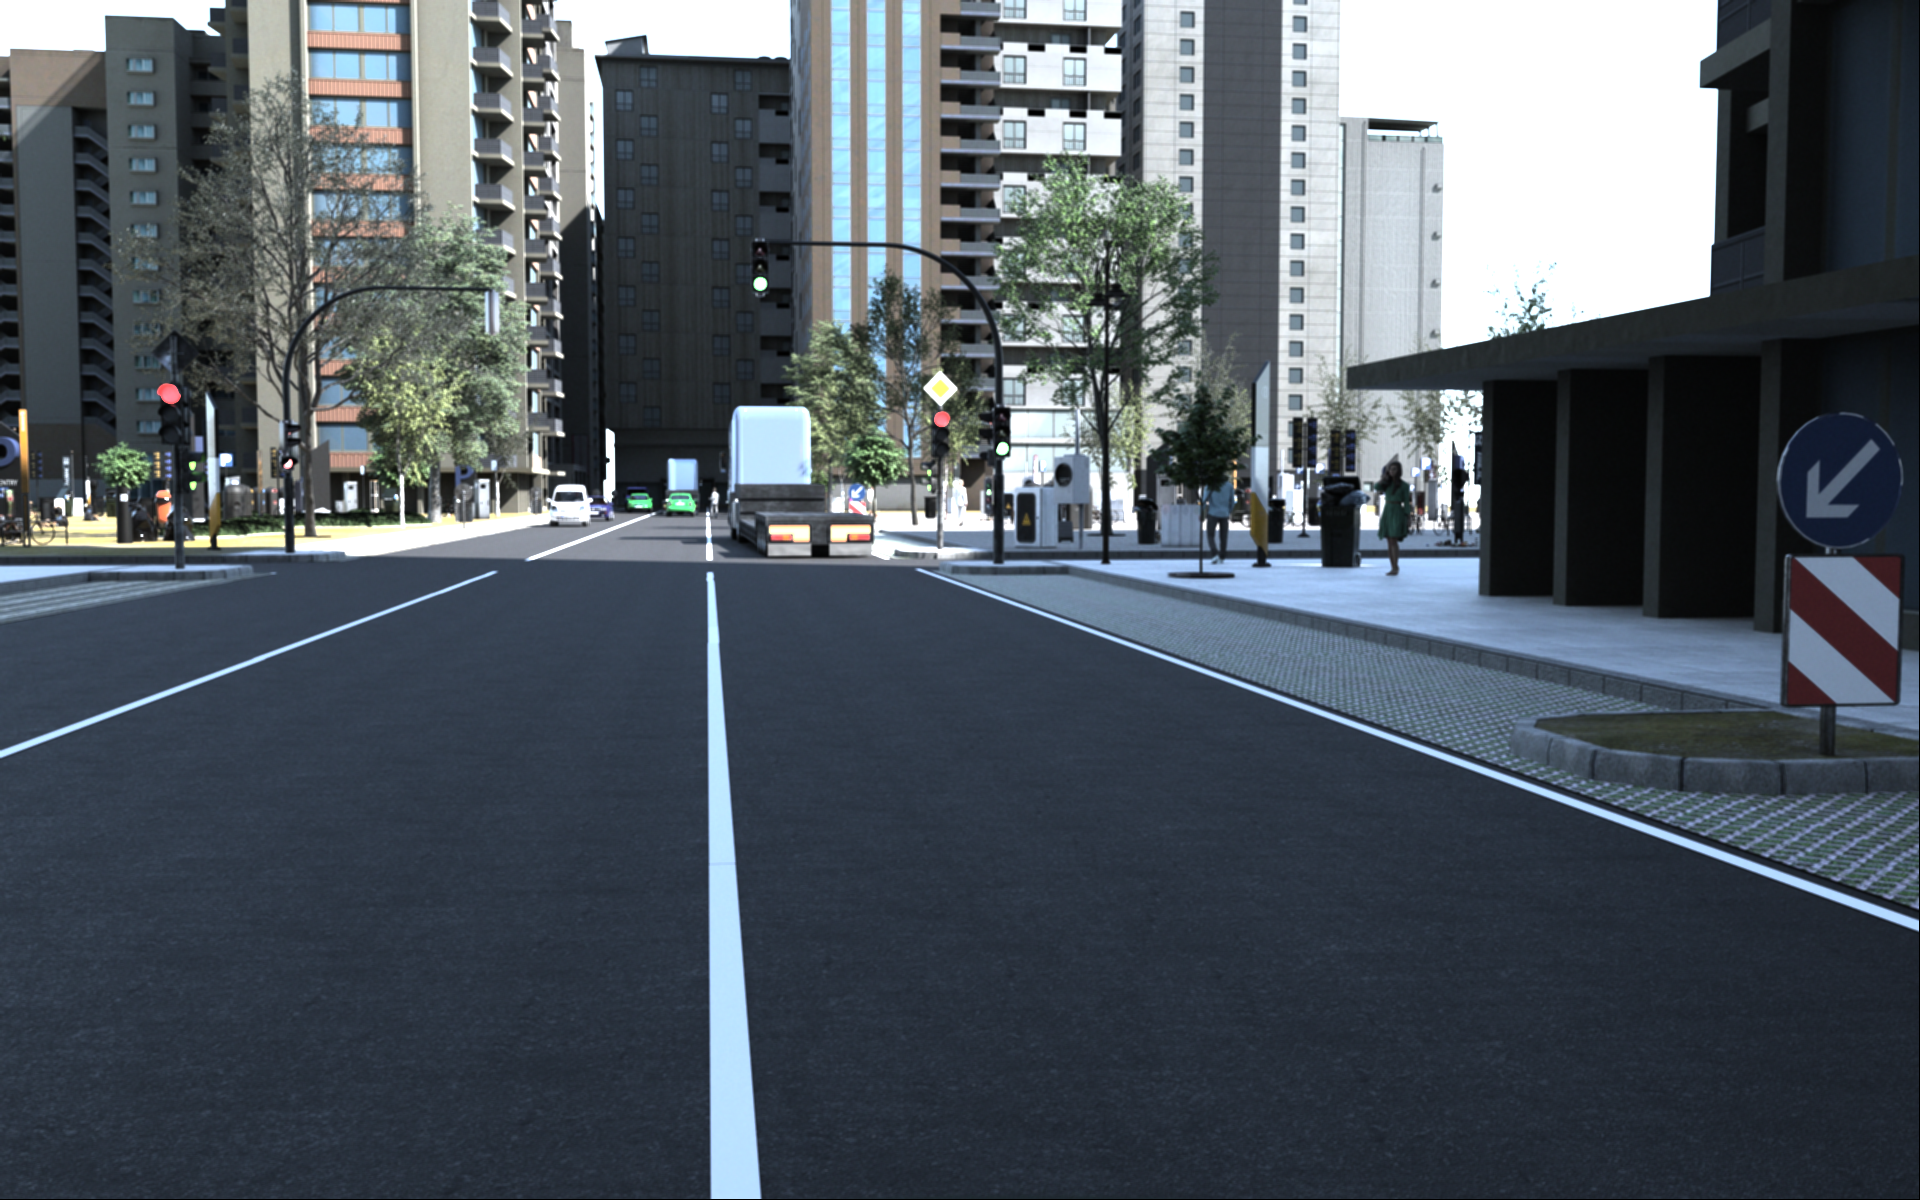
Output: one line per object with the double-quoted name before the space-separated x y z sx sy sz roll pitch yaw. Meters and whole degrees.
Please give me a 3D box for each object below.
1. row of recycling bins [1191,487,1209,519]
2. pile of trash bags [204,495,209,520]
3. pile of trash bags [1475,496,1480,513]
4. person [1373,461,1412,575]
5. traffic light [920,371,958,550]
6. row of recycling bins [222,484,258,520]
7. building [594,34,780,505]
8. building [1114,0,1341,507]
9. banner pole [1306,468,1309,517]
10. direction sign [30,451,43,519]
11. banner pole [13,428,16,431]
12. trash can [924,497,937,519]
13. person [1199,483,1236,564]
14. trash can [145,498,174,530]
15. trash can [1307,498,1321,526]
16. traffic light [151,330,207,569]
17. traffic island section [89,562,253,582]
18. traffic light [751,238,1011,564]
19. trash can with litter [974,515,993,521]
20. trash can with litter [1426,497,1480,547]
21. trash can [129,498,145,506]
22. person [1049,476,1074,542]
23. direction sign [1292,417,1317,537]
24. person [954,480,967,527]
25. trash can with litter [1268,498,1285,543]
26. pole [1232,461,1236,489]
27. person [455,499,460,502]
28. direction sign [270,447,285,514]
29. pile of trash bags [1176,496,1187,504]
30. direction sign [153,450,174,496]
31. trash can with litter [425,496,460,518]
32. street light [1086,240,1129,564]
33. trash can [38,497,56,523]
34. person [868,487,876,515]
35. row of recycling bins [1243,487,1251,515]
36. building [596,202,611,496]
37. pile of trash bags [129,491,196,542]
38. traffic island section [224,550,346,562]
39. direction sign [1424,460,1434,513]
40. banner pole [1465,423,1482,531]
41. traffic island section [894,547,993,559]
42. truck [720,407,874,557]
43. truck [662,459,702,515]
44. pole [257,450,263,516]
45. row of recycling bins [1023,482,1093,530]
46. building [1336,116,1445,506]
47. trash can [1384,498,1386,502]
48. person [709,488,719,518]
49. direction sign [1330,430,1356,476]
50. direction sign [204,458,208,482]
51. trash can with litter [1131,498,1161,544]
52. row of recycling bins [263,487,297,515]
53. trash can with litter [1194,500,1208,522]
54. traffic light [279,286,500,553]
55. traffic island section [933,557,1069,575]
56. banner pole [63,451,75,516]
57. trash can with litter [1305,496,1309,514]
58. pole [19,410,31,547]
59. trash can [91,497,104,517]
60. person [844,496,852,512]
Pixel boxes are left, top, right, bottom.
"row of recycling bins" 13.206 -5.137 91.100 1.069 1.692 3.534 -1 4 -20
"pile of trash bags" -35.842 -4.435 82.269 3.447 1.369 1.912 -1 4 -21
"pile of trash bags" 35.375 -6.610 117.821 3.447 1.369 1.912 2 4 31
"person" 6.843 -1.282 27.256 0.600 1.795 0.529 2 4 28
"traffic light" -0.473 -3.106 39.707 0.839 4.253 0.868 -1 4 -8
"row of recycling bins" -29.618 -3.911 71.058 1.069 1.692 3.534 -1 4 -18
"building" -28.967 -37.909 209.042 27.495 52.752 28.713 -1 4 -8
"building" 26.955 -45.631 184.323 20.611 71.187 20.563 -1 4 -8
"banner pole" 19.158 -6.446 95.403 0.401 3.779 0.863 1 4 21
"direction sign" -48.229 -6.026 90.517 0.876 3.537 0.379 2 4 25
"banner pole" -36.002 -4.622 65.583 0.863 3.779 0.401 -1 4 -16
"trash can" -1.536 -4.833 90.667 0.748 1.137 0.748 0 3 0
"person" 4.771 -1.588 32.020 0.660 1.820 0.620 -1 4 -12
"trash can" -28.360 -3.063 61.737 0.748 1.137 0.748 0 3 0
"trash can" 14.448 -3.590 70.356 0.748 1.137 0.748 0 3 0
"traffic light" -13.428 -2.496 29.736 0.839 4.253 0.868 -1 4 -8
"traffic island section" -13.469 -0.464 29.865 2.009 0.180 2.903 -1 4 -8
"traffic light" -1.375 -3.468 31.364 4.771 5.953 1.251 -1 4 -8
"trash can with litter" 1.178 -4.374 82.577 1.678 1.210 2.233 1 4 20
"trash can with litter" 12.333 -1.941 42.785 1.678 1.210 2.233 0 4 1
"trash can" -30.331 -3.234 64.525 0.748 1.137 0.748 0 3 0
"person" 2.616 -2.463 46.536 0.699 1.804 1.509 0 4 -4
"direction sign" 10.231 -3.636 51.452 0.876 3.537 0.379 -2 4 -27
"person" 0.011 -3.784 67.781 0.514 1.842 0.818 0 4 2
"trash can with litter" 8.179 -2.097 45.668 0.624 1.170 1.055 0 4 -5
"pole" 13.082 -5.436 82.725 0.158 3.312 0.155 0 3 0
"person" -22.864 -4.171 78.915 0.352 1.250 0.332 0 4 6
"direction sign" -33.117 -5.635 84.122 0.379 3.537 0.876 1 4 22
"pile of trash bags" 12.879 -5.470 99.189 3.447 1.369 1.912 1 4 14
"direction sign" -41.209 -5.967 89.550 0.876 3.537 0.379 -3 4 -39
"trash can with litter" -28.463 -5.062 93.817 1.678 1.210 2.233 0 4 3
"street light" 2.685 -3.605 31.730 0.468 5.910 1.993 -1 4 -8
"trash can" -40.963 -4.042 77.746 0.748 1.137 0.748 0 3 0
"person" -4.834 -5.392 94.422 0.478 1.798 0.641 -1 4 -21
"row of recycling bins" 17.196 -6.067 106.306 3.534 1.692 1.069 0 4 -3
"building" -54.998 -31.597 208.492 23.993 40.220 32.217 -1 4 -8
"pile of trash bags" -22.156 -2.336 47.940 1.912 1.369 3.447 -1 4 -22
"traffic island section" -14.623 -0.947 37.767 2.009 0.180 2.903 -1 4 -8
"direction sign" 31.573 -7.625 116.669 0.379 3.537 0.876 -2 4 -29
"banner pole" 18.147 -4.340 60.974 0.863 3.779 0.401 0 4 7
"traffic island section" -0.431 -1.073 39.827 2.009 0.180 2.903 -1 4 -8
"truck" -4.777 -3.546 47.734 2.967 4.110 18.799 -1 4 -10
"truck" -20.426 -8.404 127.159 2.967 4.110 18.799 -1 4 -8
"pole" -32.741 -5.332 81.018 0.158 3.312 0.155 0 3 0
"row of recycling bins" 3.554 -3.380 62.368 1.069 1.692 3.534 3 5 43
"building" 43.790 -31.031 190.946 14.086 41.232 14.154 -1 4 -8
"trash can" 16.329 -3.279 65.267 0.748 1.137 0.748 0 3 0
"person" -14.532 -5.714 102.116 0.583 1.804 0.606 2 4 34
"direction sign" 13.535 -4.237 61.279 0.876 3.537 0.379 1 4 21
"direction sign" -47.070 -7.080 107.758 0.876 3.537 0.379 -2 4 -29
"trash can with litter" 4.851 -2.036 44.676 0.624 1.170 1.055 2 4 25
"row of recycling bins" -40.211 -5.693 100.186 1.069 1.692 3.534 2 4 30
"trash can with litter" 10.912 -4.202 80.092 1.055 1.170 0.624 -1 4 -9
"traffic light" -12.525 -3.872 37.973 4.771 5.953 1.251 -1 4 -8
"traffic island section" 0.723 -0.590 31.926 2.009 0.180 2.903 -1 4 -8
"banner pole" -51.663 -6.755 100.463 0.863 3.779 0.401 1 4 12
"trash can with litter" 22.210 -6.053 110.360 0.624 1.170 1.055 -1 4 -20
"pole" -22.619 -2.939 41.893 0.158 3.312 0.155 0 3 0
"trash can" -49.145 -5.326 98.730 0.748 1.137 0.748 0 3 0
"person" -7.891 -7.035 124.286 0.991 1.433 0.599 -2 4 -32
